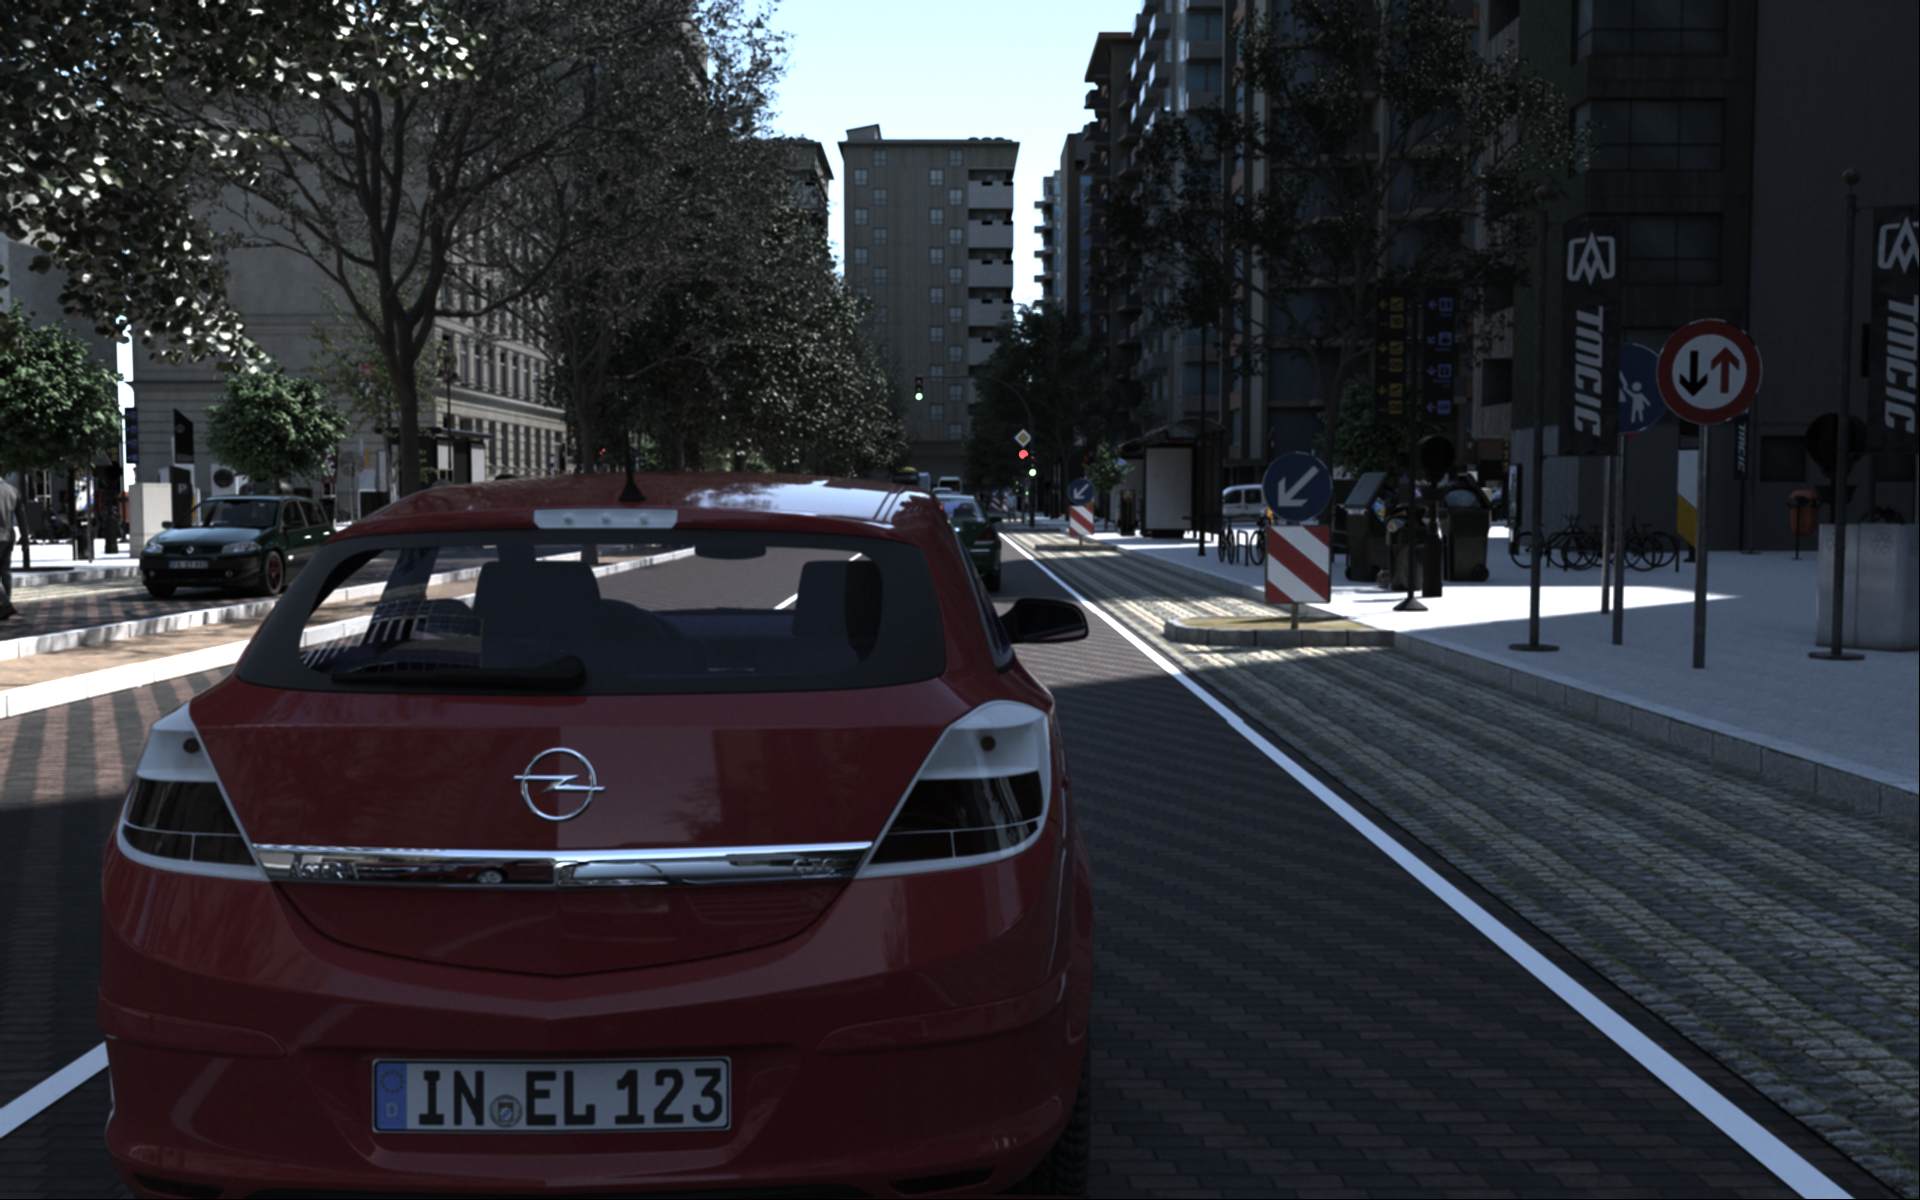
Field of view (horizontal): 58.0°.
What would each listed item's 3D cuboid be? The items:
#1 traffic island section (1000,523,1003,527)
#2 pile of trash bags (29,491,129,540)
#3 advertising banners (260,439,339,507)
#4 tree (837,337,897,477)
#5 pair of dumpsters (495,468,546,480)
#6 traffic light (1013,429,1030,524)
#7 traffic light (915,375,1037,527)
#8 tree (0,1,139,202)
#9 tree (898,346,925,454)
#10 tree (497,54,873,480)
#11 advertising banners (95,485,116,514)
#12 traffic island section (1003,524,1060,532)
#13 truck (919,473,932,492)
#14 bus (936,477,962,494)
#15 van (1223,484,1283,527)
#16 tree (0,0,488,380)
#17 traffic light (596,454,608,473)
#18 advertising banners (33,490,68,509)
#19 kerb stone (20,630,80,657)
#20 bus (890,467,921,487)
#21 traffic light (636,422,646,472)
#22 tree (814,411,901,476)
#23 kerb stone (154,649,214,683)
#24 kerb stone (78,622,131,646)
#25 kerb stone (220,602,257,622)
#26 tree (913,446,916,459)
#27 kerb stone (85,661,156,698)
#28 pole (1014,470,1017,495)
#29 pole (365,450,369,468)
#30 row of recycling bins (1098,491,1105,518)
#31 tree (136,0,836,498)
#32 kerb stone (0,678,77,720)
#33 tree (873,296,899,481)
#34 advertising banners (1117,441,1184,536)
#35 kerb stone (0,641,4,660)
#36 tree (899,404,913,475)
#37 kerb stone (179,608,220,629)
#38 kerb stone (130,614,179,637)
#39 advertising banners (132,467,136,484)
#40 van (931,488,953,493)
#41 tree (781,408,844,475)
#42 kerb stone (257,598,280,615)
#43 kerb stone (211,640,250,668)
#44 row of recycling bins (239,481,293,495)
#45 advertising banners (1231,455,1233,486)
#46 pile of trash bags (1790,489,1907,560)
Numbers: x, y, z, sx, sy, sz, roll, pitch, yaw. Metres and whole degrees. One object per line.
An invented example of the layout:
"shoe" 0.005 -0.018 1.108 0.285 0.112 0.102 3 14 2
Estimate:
"traffic island section" 2.742 -3.206 74.694 2.009 0.180 2.903 0 4 0
"pile of trash bags" -24.969 -2.459 49.962 1.912 1.369 3.447 1 4 12
"advertising banners" -16.644 -2.911 43.776 2.074 3.025 0.090 0 4 1
"tree" -7.774 -11.309 113.109 9.928 11.665 9.643 0 3 0
"pair of dumpsters" -16.126 -3.744 63.708 1.574 2.255 4.437 0 4 0
"traffic light" 2.702 -5.239 74.580 0.839 4.253 0.868 0 4 0
"traffic light" 0.654 -5.613 66.442 4.771 5.953 1.251 0 4 0
"tree" -7.056 -6.669 21.872 12.009 13.543 11.850 0 3 0
"tree" -7.422 -10.159 78.929 12.009 13.543 11.850 0 3 0
"tree" -7.399 -7.687 45.147 9.611 12.733 9.660 0 3 0
"advertising banners" -27.766 -3.647 55.809 0.090 3.025 2.074 0 4 8
"traffic island section" 2.786 -2.717 66.709 2.009 0.180 2.903 0 4 0
"truck" -5.202 -13.709 213.898 2.967 4.110 18.799 0 4 1
"bus" -1.179 -12.210 194.492 2.948 3.499 13.247 0 4 -1
"van" 11.316 -3.940 71.426 4.112 2.044 2.013 0 4 0
"tree" -6.993 -6.178 10.126 9.857 13.997 8.962 0 3 0
"traffic light" -13.715 -4.744 66.489 0.839 4.253 0.868 0 4 0
"advertising banners" -32.860 -4.123 63.604 2.074 3.025 0.090 -2 4 -32
"kerb stone" -8.278 0.401 15.635 0.120 0.150 1.000 0 4 0
"bus" -5.020 -10.253 159.185 2.896 3.916 12.252 0 4 -1
"traffic light" -11.668 -6.107 74.520 4.771 5.953 1.251 0 4 0
"tree" -7.696 -10.232 104.158 8.767 10.594 7.601 0 4 0
"kerb stone" -6.171 0.529 13.641 0.120 0.150 1.000 0 4 0
"kerb stone" -8.294 0.339 16.660 0.120 0.150 1.000 0 4 0
"kerb stone" -8.299 0.151 19.736 0.120 0.150 1.000 0 4 0
"tree" -7.976 -12.444 122.927 9.611 12.733 9.660 0 3 0
"kerb stone" -6.165 0.586 12.616 0.120 0.150 1.000 0 4 0
"pole" 4.693 -9.294 145.803 0.158 3.312 0.155 0 3 0
"pole" -27.354 -5.269 79.984 0.158 3.312 0.155 0 3 0
"row of recycling bins" 8.881 -5.291 93.617 3.534 1.692 1.069 -3 4 -38
"tree" -7.411 -7.425 34.232 12.009 13.543 11.850 0 3 0
"kerb stone" -6.155 0.649 11.586 0.120 0.150 1.000 0 4 0
"tree" -7.036 -8.304 55.230 9.611 12.733 9.660 0 3 0
"advertising banners" 5.847 -3.472 52.959 2.074 3.025 0.090 0 4 -8
"kerb stone" -8.282 0.464 14.613 0.120 0.150 1.000 0 4 0
"tree" -7.694 -10.761 95.403 9.611 12.733 9.660 0 3 0
"kerb stone" -8.298 0.213 18.714 0.120 0.150 1.000 0 4 0
"kerb stone" -8.289 0.276 17.682 0.120 0.150 1.000 0 4 0
"advertising banners" -53.209 -7.130 112.759 0.090 3.025 2.074 1 4 10
"van" -1.190 -6.448 112.434 2.013 2.044 4.112 0 4 -2
"tree" -7.679 -8.287 88.309 4.360 8.622 3.978 0 3 0
"kerb stone" -8.303 0.090 20.760 0.120 0.150 1.000 0 4 0
"kerb stone" -6.187 0.465 14.669 0.120 0.150 1.000 0 4 0
"row of recycling bins" -23.102 -3.085 57.545 1.069 1.692 3.534 -3 4 -39
"advertising banners" 12.231 -4.977 77.562 0.090 3.025 2.074 1 4 13
"pile of trash bags" 17.448 -1.414 32.879 1.912 1.369 3.447 -3 5 -41
